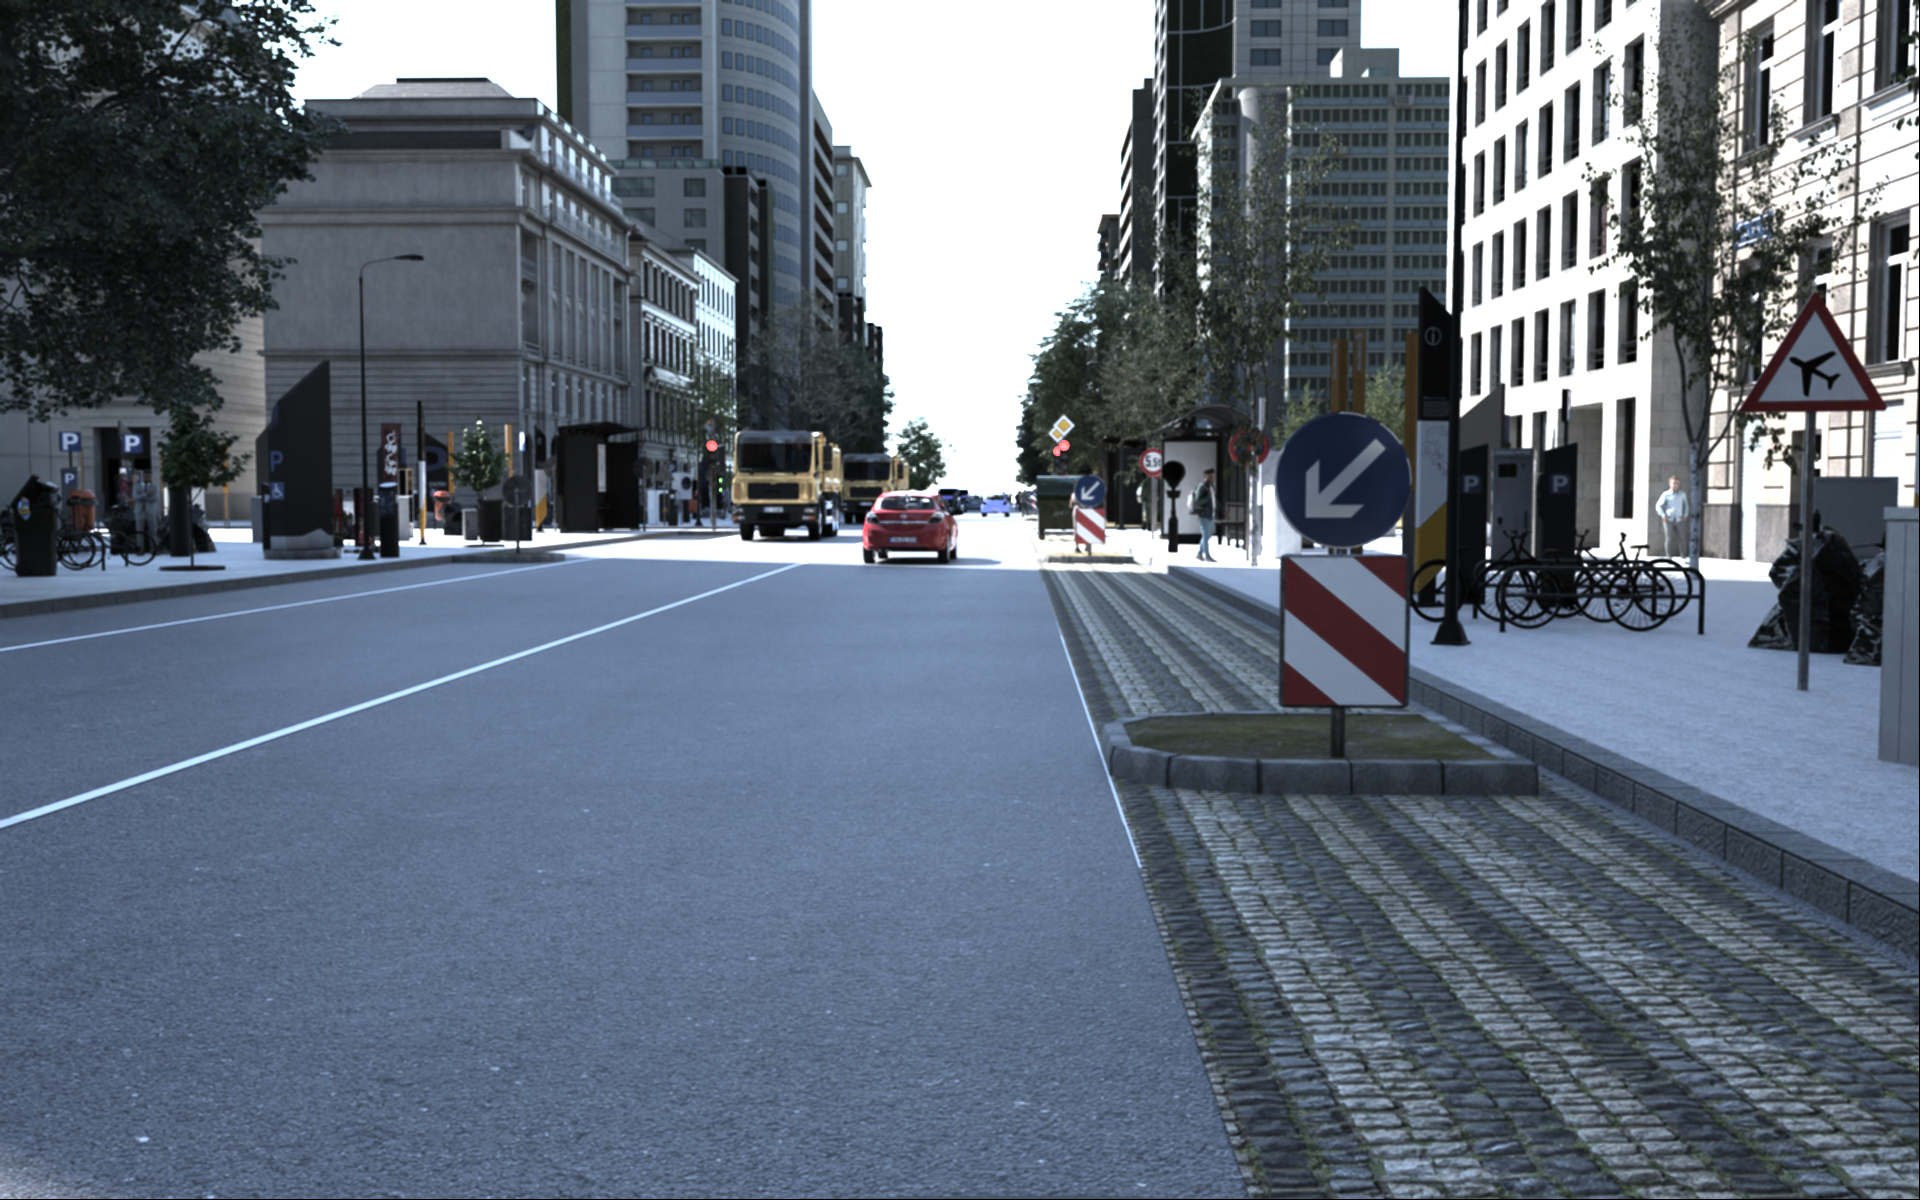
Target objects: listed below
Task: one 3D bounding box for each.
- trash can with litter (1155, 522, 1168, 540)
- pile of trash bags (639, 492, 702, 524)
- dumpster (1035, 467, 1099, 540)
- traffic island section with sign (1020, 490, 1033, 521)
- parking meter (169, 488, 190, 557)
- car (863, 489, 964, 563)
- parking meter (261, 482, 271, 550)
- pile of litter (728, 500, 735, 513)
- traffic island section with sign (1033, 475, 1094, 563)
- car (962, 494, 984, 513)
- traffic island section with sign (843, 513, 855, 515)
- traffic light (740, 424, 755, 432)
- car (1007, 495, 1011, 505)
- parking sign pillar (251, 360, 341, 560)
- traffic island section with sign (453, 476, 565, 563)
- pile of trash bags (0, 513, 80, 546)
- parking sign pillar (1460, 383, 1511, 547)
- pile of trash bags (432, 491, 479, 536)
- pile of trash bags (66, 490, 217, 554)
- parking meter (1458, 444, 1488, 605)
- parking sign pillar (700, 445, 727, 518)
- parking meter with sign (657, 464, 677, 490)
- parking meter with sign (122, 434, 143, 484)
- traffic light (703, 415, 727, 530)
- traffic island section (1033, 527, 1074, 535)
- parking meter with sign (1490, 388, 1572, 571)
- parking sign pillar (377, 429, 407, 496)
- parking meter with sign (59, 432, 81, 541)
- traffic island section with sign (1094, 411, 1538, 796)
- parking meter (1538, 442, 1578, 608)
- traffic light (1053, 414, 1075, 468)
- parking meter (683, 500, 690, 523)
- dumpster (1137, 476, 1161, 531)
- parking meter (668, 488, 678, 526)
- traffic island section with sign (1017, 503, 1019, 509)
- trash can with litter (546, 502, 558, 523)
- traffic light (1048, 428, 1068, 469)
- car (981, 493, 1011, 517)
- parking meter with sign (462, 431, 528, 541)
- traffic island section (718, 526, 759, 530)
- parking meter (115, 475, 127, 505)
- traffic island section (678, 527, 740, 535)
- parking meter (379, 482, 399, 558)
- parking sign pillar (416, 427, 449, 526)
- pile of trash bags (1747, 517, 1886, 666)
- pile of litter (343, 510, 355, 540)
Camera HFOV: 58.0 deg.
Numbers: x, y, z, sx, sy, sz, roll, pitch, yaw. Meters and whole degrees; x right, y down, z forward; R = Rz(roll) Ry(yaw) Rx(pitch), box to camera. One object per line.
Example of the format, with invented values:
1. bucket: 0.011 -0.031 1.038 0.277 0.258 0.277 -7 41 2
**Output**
1. trash can with litter: 6.048 -2.280 48.663 1.055 1.170 0.624 -1 4 -9
2. pile of trash bags: -12.688 -3.948 74.305 3.447 1.369 1.912 1 4 16
3. dumpster: 3.318 -2.979 53.654 1.985 2.255 1.502 0 4 1
4. traffic island section with sign: 4.295 -5.090 91.855 1.989 1.847 2.006 0 4 2
5. parking meter: -16.012 -1.658 35.527 0.372 1.533 0.369 0 3 0
6. car: -1.024 -1.727 37.273 2.155 1.783 4.494 0 4 3
7. parking meter: -14.967 -1.788 37.641 0.372 1.533 0.369 0 3 0
8. pile of litter: -15.097 -6.265 116.391 1.176 0.858 1.719 0 4 5
9. traffic island section with sign: 2.600 -1.703 36.474 1.989 1.847 2.006 0 4 2
10. car: 1.145 -7.537 135.239 2.014 1.417 4.499 0 3 0
11. traffic island section with sign: -6.988 -6.773 119.360 1.989 1.847 2.006 0 4 2
12. traffic light: -8.474 -4.922 69.387 0.839 4.253 0.868 0 4 2
13. car: 4.654 -11.136 191.858 2.009 1.686 4.222 0 4 3
14. parking sign pillar: -13.071 -2.804 34.325 1.447 3.967 1.447 1 4 22
15. traffic island section with sign: -9.516 -1.726 36.853 1.989 1.847 2.006 0 4 2
16. pile of trash bags: -24.185 -2.105 44.171 3.447 1.369 1.912 3 5 44
17. parking sign pillar: 12.879 -3.316 42.687 1.447 3.967 1.447 -3 5 -39
18. pile of trash bags: -15.426 -2.713 54.106 3.447 1.369 1.912 3 5 41
19. pile of trash bags: -18.058 -1.723 37.918 3.447 1.369 1.912 1 4 15
20. parking meter: 5.932 -0.886 20.199 0.399 1.863 0.255 1 4 14
21. parking sign pillar: -13.305 -6.413 93.327 1.447 3.967 1.447 1 4 22
22. parking meter with sign: -17.097 -6.334 99.813 0.543 3.016 1.738 2 4 30
23. parking meter with sign: -24.359 -3.363 51.248 0.543 3.016 1.738 -1 4 -19
24. traffic light: -8.718 -4.433 61.406 0.839 4.253 0.868 0 4 2
25. traffic island section: 3.677 -2.378 61.158 2.009 0.180 2.903 0 4 2
26. parking meter with sign: 9.300 -2.009 29.110 1.738 3.016 0.543 2 4 26
27. parking sign pillar: -23.788 -5.141 72.534 1.447 3.967 1.447 2 4 29
28. parking meter with sign: -24.592 -3.154 47.832 0.543 3.016 1.738 -2 4 -24
29. traffic island section with sign: 1.765 -0.031 9.137 1.989 1.847 2.006 0 4 2
30. parking meter: 6.768 -0.853 19.652 0.399 1.863 0.255 1 4 13
31. traffic light: 3.638 -4.411 61.045 0.839 4.253 0.868 0 4 2
32. parking meter: -12.307 -4.237 77.694 0.372 1.533 0.369 0 3 0
33. dumpster: 6.948 -3.520 60.042 1.502 2.255 1.985 0 4 2
34. parking meter: -11.447 -3.709 69.050 0.372 1.533 0.369 0 3 0
35. traffic island section with sign: 5.118 -6.748 118.964 1.989 1.847 2.006 0 4 2
36. trash can with litter: -17.968 -3.973 76.341 1.055 1.170 0.624 0 4 4
37. traffic light: 3.882 -4.899 69.026 0.839 4.253 0.868 0 4 2
38. car: 2.268 -6.110 109.493 1.945 1.707 3.694 0 4 4
39. parking meter with sign: -12.879 -3.161 47.948 1.738 3.016 0.543 -2 4 -30
40. traffic island section: -8.514 -2.889 69.523 2.009 0.180 2.903 0 4 2
41. parking meter: -25.564 -2.887 52.920 0.255 1.863 0.399 2 4 25
42. traffic island section: -8.758 -2.401 61.542 2.009 0.180 2.903 0 4 2
43. parking meter: -11.565 -1.631 35.082 0.372 1.533 0.369 0 3 0
44. parking sign pillar: -21.193 -4.976 69.826 1.447 3.967 1.447 -1 4 -10
45. pile of trash bags: 7.586 -0.209 13.176 1.912 1.369 3.447 0 4 -2
46. pile of litter: -17.213 -2.129 48.771 1.719 0.858 1.176 2 4 24
